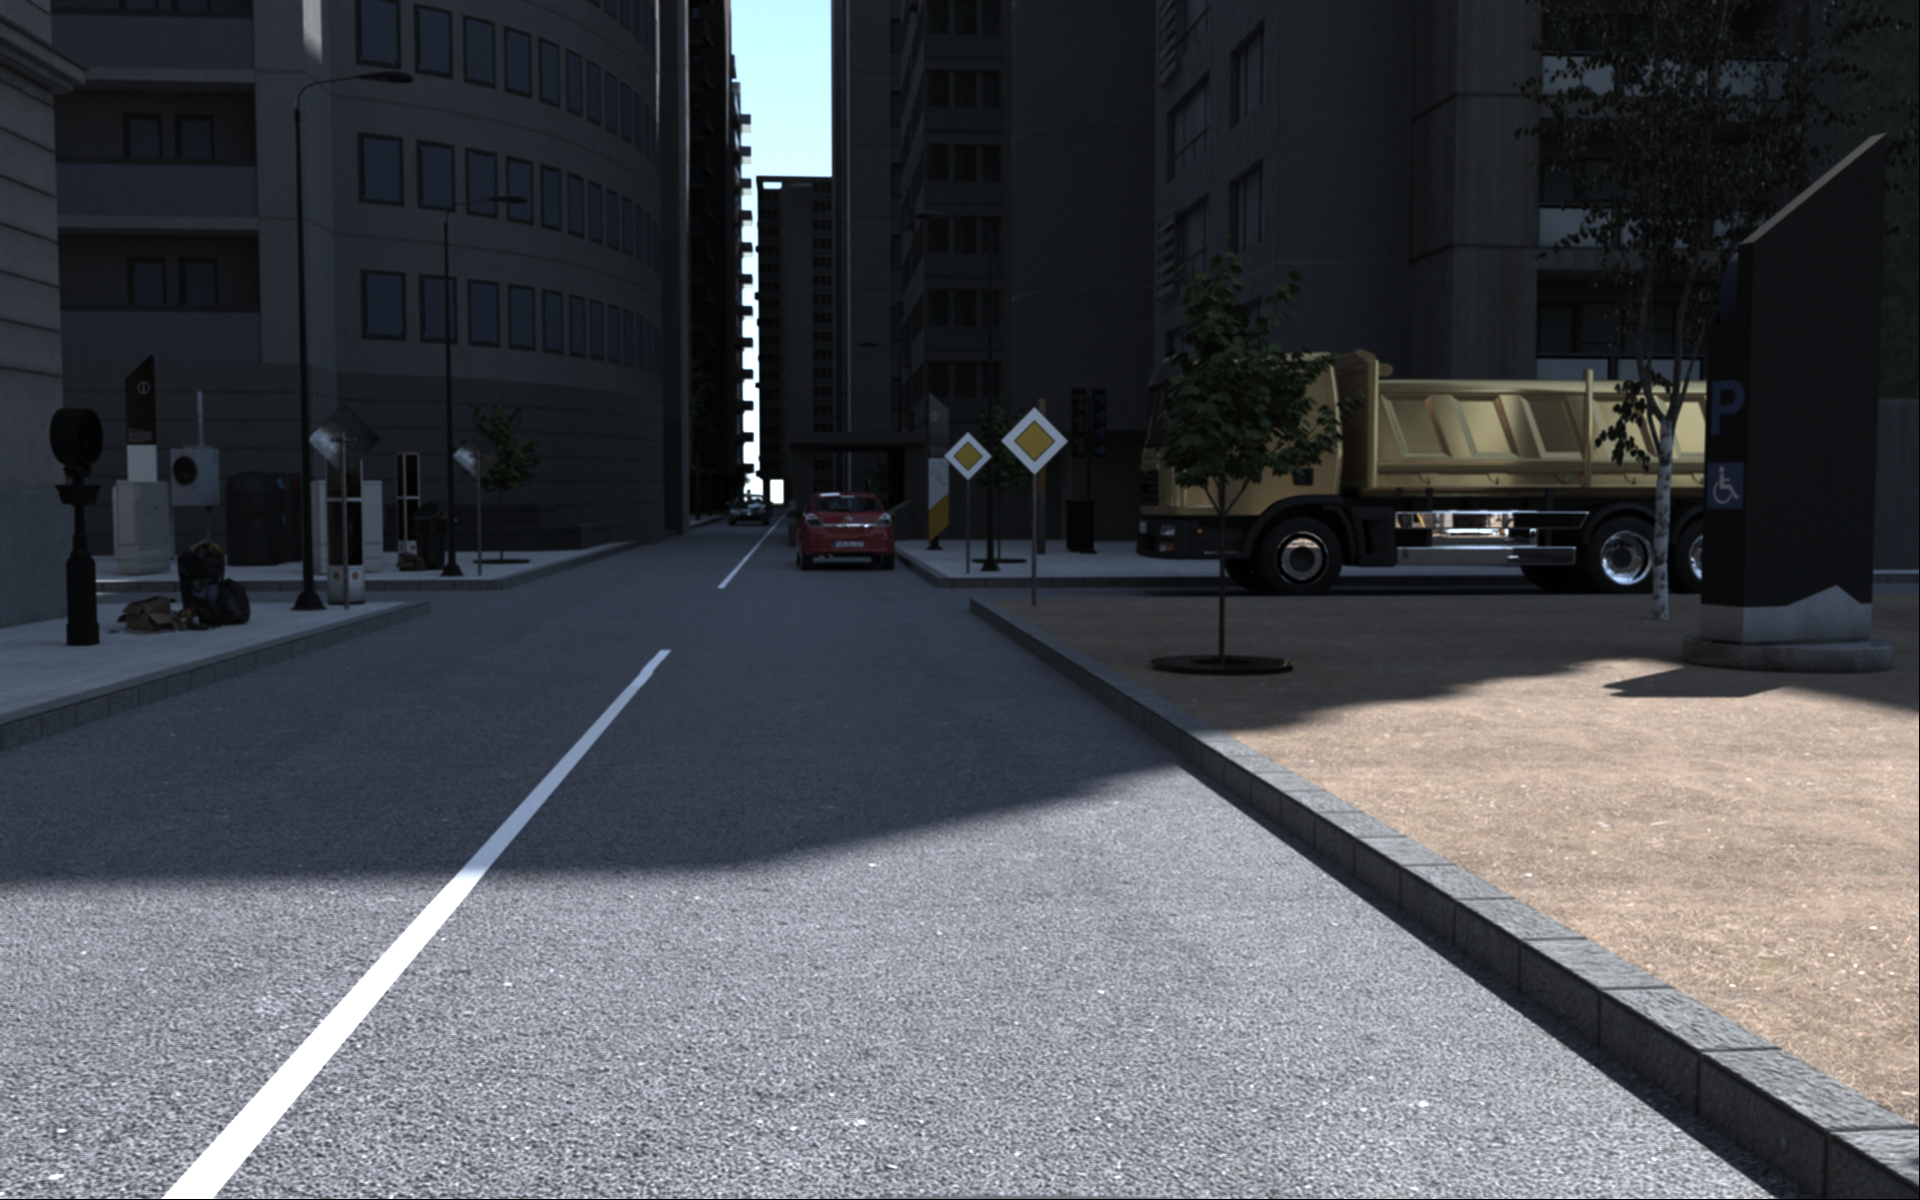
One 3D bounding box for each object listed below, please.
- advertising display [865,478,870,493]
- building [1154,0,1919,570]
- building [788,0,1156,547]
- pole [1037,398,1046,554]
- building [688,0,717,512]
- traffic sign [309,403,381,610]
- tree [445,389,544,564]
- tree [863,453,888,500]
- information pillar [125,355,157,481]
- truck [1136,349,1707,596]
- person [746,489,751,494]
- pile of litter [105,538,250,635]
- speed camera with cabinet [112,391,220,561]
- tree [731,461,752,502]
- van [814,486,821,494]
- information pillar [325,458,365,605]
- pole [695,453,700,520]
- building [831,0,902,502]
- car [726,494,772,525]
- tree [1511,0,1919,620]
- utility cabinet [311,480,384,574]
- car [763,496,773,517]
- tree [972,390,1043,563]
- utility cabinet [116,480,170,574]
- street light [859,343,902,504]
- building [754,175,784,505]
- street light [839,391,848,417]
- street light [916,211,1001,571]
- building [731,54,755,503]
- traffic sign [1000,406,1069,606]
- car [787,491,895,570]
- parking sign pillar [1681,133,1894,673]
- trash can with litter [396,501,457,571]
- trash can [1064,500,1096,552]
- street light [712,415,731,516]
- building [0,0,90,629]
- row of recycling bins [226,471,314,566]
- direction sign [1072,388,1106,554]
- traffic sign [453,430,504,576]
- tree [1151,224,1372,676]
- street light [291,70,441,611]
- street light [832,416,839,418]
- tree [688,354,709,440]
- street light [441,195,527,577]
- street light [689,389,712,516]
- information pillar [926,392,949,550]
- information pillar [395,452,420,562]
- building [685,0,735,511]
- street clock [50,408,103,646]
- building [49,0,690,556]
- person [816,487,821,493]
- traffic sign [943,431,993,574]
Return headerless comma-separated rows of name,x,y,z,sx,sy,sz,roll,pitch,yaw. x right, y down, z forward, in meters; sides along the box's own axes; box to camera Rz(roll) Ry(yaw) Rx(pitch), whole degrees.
advertising display,-3.635,-3.855,68.251,0.123,1.923,0.974,0,4,1
building,12.145,-21.473,34.686,14.086,41.232,14.154,0,4,-5
building,10.782,-22.142,53.911,32.217,40.220,23.993,0,4,-5
pole,1.730,-2.633,36.886,0.158,3.312,0.155,0,3,0
building,-27.796,-28.135,114.640,22.147,44.769,28.867,0,4,-5
traffic sign,-6.816,-0.951,19.197,0.795,2.450,0.064,0,4,-5
tree,-8.473,-2.296,32.138,1.663,3.219,1.824,0,3,0
tree,-2.933,-4.660,70.795,1.663,3.219,1.824,0,3,0
information pillar,-13.776,-2.315,29.202,0.504,3.616,0.183,0,4,4
truck,6.631,-1.752,24.565,9.791,3.379,3.469,0,4,-4
person,-12.535,-5.774,103.693,0.721,1.735,1.217,-1,4,-14
pile of litter,-7.554,-0.166,16.673,1.176,0.858,1.719,1,4,20
speed camera with cabinet,-15.284,-2.383,33.296,2.038,3.252,0.660,1,4,16
tree,-19.972,-10.263,151.507,4.285,4.588,4.351,0,3,0
van,-11.510,-7.799,131.892,2.240,2.365,5.245,0,4,-7
information pillar,-7.131,-0.953,20.074,0.304,2.012,0.304,2,4,27
pole,-13.005,-5.631,85.913,0.158,3.312,0.155,0,3,0
building,-1.661,-38.071,164.455,21.231,58.520,28.212,0,4,-5
car,-9.832,-4.222,80.820,2.131,1.459,4.920,0,4,-5
tree,7.400,-4.111,17.584,4.360,8.622,3.978,0,3,0
utility cabinet,-9.900,-1.176,27.914,0.318,1.500,1.173,2,4,35
car,-12.574,-5.831,107.919,1.945,1.354,3.894,0,4,-3
tree,0.751,-2.309,32.360,1.663,3.219,1.824,0,3,0
utility cabinet,-13.067,-1.167,27.752,0.318,1.500,1.173,0,4,-1
street light,-2.384,-4.940,53.317,1.470,5.913,1.316,0,4,-5
building,-11.650,-31.151,201.196,23.993,40.220,32.217,0,4,-5
street light,-4.578,-6.448,77.967,1.470,5.913,1.316,0,4,-5
street light,-0.032,-3.434,28.681,1.470,5.913,1.316,0,4,-5
building,-38.538,-35.171,194.650,30.456,49.044,23.786,0,4,-5
traffic sign,0.849,-0.993,19.871,0.795,2.450,0.064,0,4,-5
car,-2.311,-1.537,34.168,2.155,1.783,4.494,0,4,-7
parking sign pillar,6.236,-1.499,12.974,1.447,3.967,1.447,-1,4,-22
trash can with litter,-8.997,-1.086,29.148,0.624,1.170,1.055,1,4,15
trash can,2.670,-1.641,38.476,0.748,1.137,0.748,0,3,0
street light,-14.087,-7.870,101.208,1.470,5.913,1.316,0,4,-5
building,-19.840,-13.639,10.383,23.554,28.519,14.401,0,4,-5
row of recycling bins,-12.884,-1.547,32.412,1.069,1.692,3.534,0,4,-6
direction sign,2.775,-2.771,37.305,0.876,3.537,0.379,-2,4,-30
traffic sign,-7.539,-1.438,27.150,0.795,2.450,0.064,0,4,-5
tree,1.864,-1.096,12.526,1.663,3.219,1.824,0,3,0
street light,-6.691,-2.847,19.093,1.470,5.913,1.316,0,4,-5
street light,-6.874,-7.955,102.609,1.470,5.913,1.316,0,4,-5
tree,-12.737,-7.474,72.555,4.737,8.622,4.395,0,3,0
street light,-7.414,-3.330,26.979,1.470,5.913,1.316,0,4,-5
street light,-11.875,-6.362,76.559,1.470,5.913,1.316,0,4,-5
information pillar,-0.507,-2.961,39.770,0.504,3.616,0.183,-1,4,-14
information pillar,-9.781,-1.604,30.721,0.304,2.012,0.304,-3,5,-44
building,-25.110,-29.745,136.448,14.600,45.320,14.200,0,4,-5
street clock,-7.456,-0.618,14.668,0.358,2.002,0.471,0,4,-1
building,-19.285,-30.956,48.123,21.231,58.520,28.212,0,4,-5
person,-7.863,-5.340,95.912,0.694,1.812,0.767,1,4,12
traffic sign,0.126,-1.479,27.824,0.795,2.450,0.064,0,4,-5
